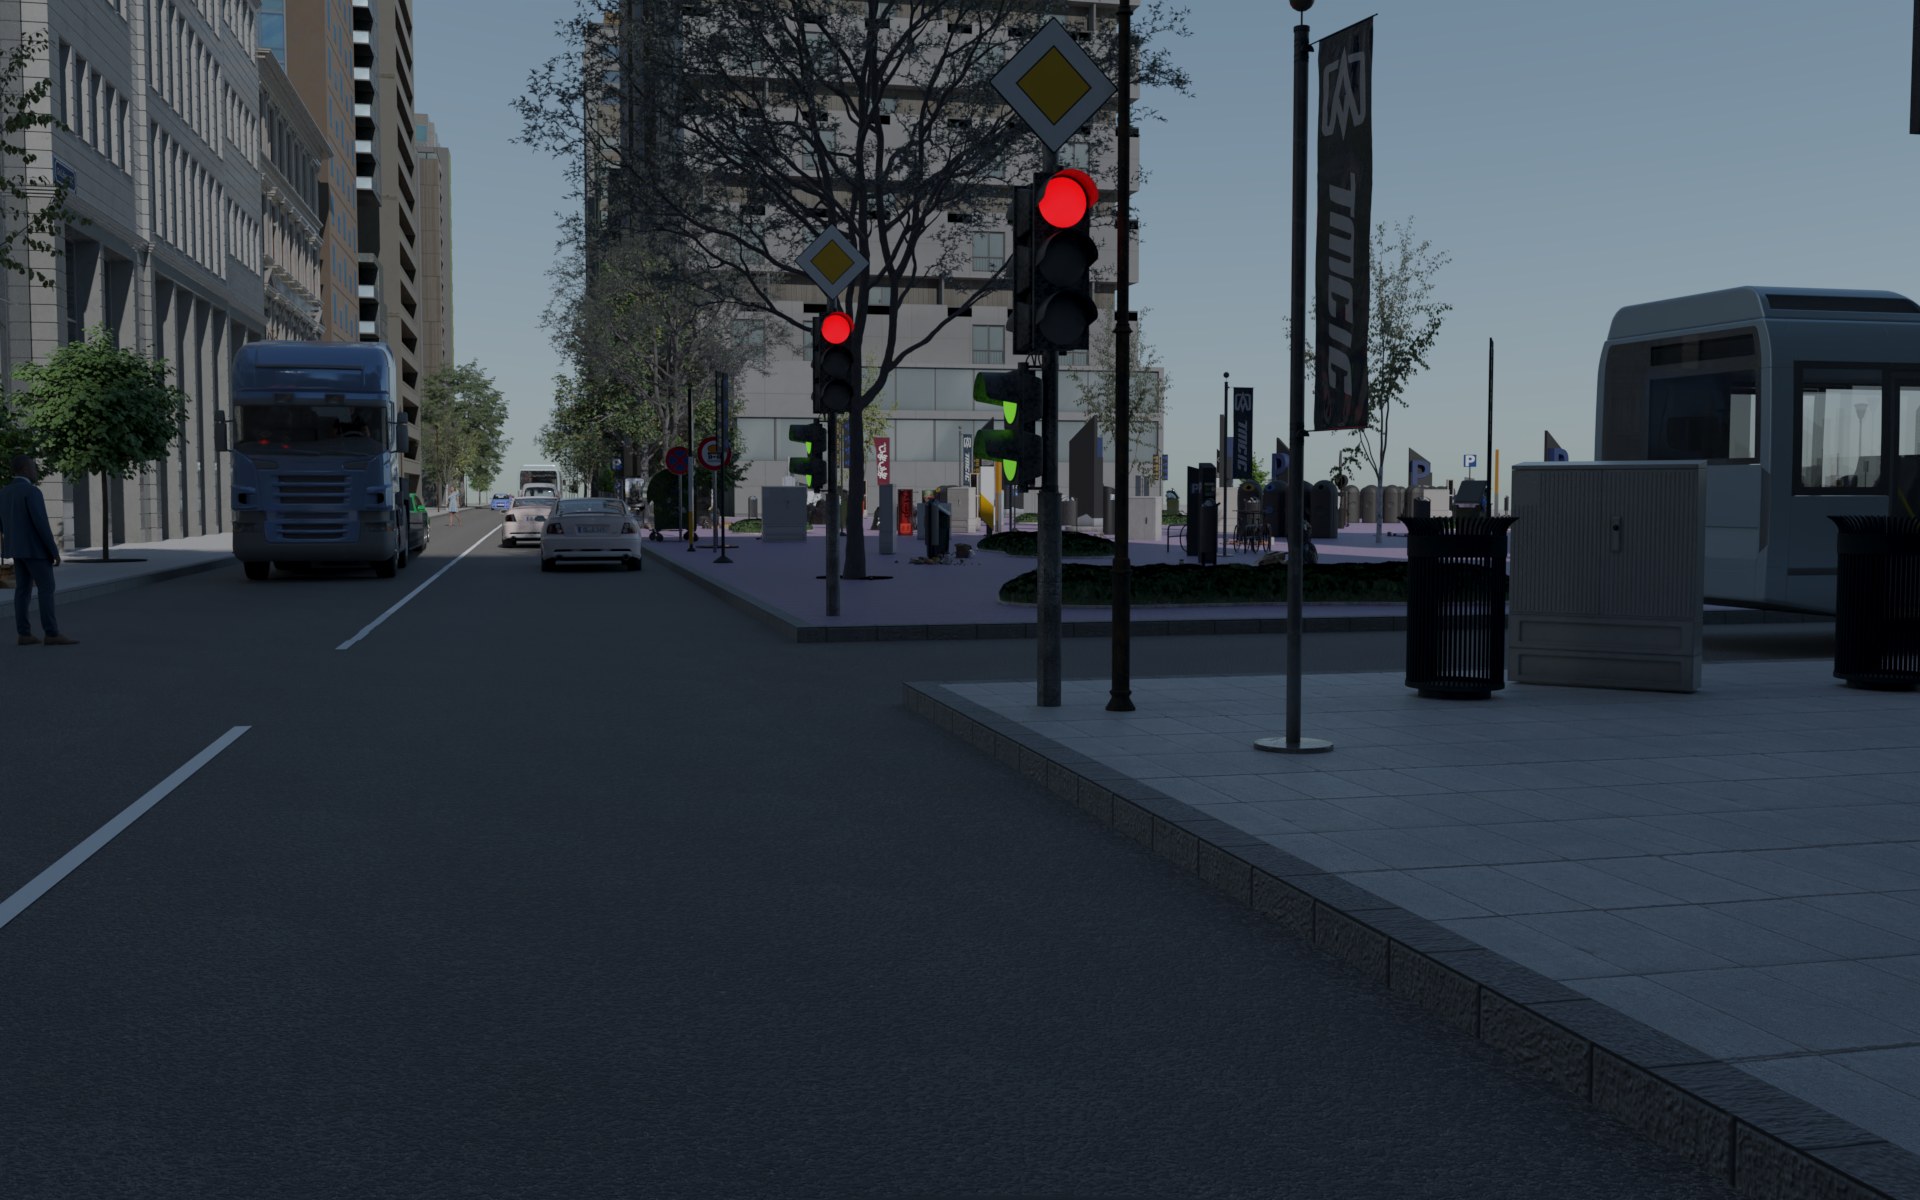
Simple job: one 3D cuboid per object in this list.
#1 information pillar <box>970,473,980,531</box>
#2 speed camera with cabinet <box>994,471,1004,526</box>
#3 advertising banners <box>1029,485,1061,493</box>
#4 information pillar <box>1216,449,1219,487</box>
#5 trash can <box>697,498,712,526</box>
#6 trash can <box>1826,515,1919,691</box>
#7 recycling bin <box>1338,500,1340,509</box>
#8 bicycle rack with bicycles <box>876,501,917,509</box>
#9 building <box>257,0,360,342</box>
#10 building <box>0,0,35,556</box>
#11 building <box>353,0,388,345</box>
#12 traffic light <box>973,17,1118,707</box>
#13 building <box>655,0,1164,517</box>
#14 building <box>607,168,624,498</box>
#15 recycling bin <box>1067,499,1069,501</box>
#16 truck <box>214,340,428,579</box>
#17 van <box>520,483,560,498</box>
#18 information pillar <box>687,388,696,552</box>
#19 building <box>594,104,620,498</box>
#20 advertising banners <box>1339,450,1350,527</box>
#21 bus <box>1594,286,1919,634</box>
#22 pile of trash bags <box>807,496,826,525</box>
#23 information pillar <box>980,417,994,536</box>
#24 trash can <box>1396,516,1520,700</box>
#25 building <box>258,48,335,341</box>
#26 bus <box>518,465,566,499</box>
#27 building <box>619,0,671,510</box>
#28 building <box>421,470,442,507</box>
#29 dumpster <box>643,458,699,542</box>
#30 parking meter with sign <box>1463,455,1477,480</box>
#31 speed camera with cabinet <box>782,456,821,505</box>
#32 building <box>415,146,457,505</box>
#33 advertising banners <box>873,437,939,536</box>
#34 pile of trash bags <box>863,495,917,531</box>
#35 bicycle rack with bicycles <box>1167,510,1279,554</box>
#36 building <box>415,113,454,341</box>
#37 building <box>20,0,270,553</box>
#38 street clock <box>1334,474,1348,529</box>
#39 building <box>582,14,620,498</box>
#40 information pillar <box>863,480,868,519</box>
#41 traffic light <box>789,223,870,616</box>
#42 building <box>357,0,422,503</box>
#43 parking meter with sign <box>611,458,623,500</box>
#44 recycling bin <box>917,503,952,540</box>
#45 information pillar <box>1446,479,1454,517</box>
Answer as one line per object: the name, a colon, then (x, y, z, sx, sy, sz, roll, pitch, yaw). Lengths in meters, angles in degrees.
information pillar: (0.532, -3.434, 60.640, 0.304, 2.012, 0.304, 1, 4, 19)
speed camera with cabinet: (1.364, -4.587, 69.330, 0.660, 3.252, 2.038, 0, 4, 7)
advertising banners: (3.470, -4.646, 72.155, 0.090, 3.025, 2.074, -3, 5, -39)
information pillar: (13.435, -5.988, 89.253, 0.504, 3.616, 0.183, 0, 4, -6)
trash can: (-10.354, -3.570, 70.023, 0.748, 1.137, 0.748, 0, 3, 0)
trash can: (6.128, 0.013, 11.449, 0.748, 1.137, 0.748, 0, 3, 0)
recycling bin: (17.016, -4.086, 79.364, 0.722, 1.027, 0.722, -2, 4, -34)
bicycle rack with bicycles: (-3.301, -4.765, 91.290, 2.925, 0.926, 2.852, -3, 5, -43)
building: (-40.422, -27.077, 92.821, 14.600, 45.320, 14.200, -1, 4, -14)
building: (-23.474, -12.701, 25.687, 12.078, 24.808, 19.932, -1, 4, -14)
building: (-48.788, -48.935, 112.753, 22.319, 86.520, 31.000, -1, 4, -14)
traffic light: (0.521, -1.313, 10.384, 0.839, 4.253, 0.868, -1, 4, -14)
building: (-4.863, -31.833, 109.705, 28.713, 52.752, 27.495, -1, 4, -14)
building: (-24.822, -23.591, 157.418, 14.160, 30.474, 14.107, -1, 4, -14)
recycling bin: (5.390, -4.508, 86.261, 0.722, 1.027, 0.722, -3, 4, -39)
truck: (-12.698, -2.836, 36.132, 2.967, 4.110, 18.799, -1, 4, -15)
van: (-16.573, -3.754, 68.388, 2.013, 2.044, 4.112, -1, 4, -13)
information pillar: (-6.011, -2.894, 38.672, 0.183, 3.616, 0.504, 0, 4, -6)
building: (-31.563, -30.713, 185.753, 14.154, 41.232, 14.086, -1, 4, -14)
advertising banners: (15.162, -4.416, 68.385, 0.090, 3.025, 2.074, 0, 4, 2)
bus: (13.103, -1.403, 17.792, 13.247, 3.499, 2.948, -1, 4, -14)
pile of trash bags: (-6.234, -3.870, 73.032, 3.447, 1.369, 1.912, -2, 4, -24)
information pillar: (0.823, -3.737, 52.452, 0.504, 3.616, 0.183, -2, 4, -32)
trash can: (3.142, 0.042, 10.972, 0.748, 1.137, 0.748, 0, 3, 0)
building: (-34.209, -14.600, 74.864, 11.583, 22.565, 21.152, -1, 4, -14)
bus: (-27.663, -7.319, 114.527, 2.948, 3.499, 13.247, -1, 4, -12)
building: (-20.456, -30.097, 142.192, 14.600, 45.320, 14.200, -1, 4, -14)
building: (-64.908, -45.270, 178.413, 20.563, 71.187, 20.611, -1, 4, -14)
dumpster: (-7.815, -2.728, 47.104, 1.502, 2.255, 1.985, -1, 4, -13)
parking meter with sign: (22.760, -4.955, 77.268, 0.543, 3.016, 1.738, 1, 4, 18)
speed camera with cabinet: (-8.294, -5.905, 90.887, 2.038, 3.252, 0.660, 0, 4, -4)
building: (-65.240, -31.405, 197.060, 14.154, 41.232, 14.086, -1, 4, -14)
advertising banners: (-1.660, -3.502, 53.440, 2.074, 3.025, 0.090, -1, 4, -13)
pile of trash bags: (-2.457, -3.134, 60.991, 3.447, 1.369, 1.912, -3, 4, -38)
bicycle rack with bicycles: (5.957, -1.538, 38.534, 2.852, 0.926, 2.925, 2, 4, 29)
building: (-75.554, -36.564, 217.425, 23.786, 49.044, 30.456, -1, 4, -14)
building: (-28.236, -16.662, 49.924, 11.434, 29.767, 29.804, -1, 4, -14)
street clock: (14.058, -3.628, 63.894, 0.471, 2.002, 0.358, 3, 5, 44)
building: (-37.106, -41.542, 221.216, 21.231, 58.520, 28.212, -1, 4, -14)
information pillar: (-4.978, -5.242, 90.198, 0.304, 2.012, 0.304, 0, 4, 7)
traffic light: (-1.357, -1.787, 18.146, 0.839, 4.253, 0.868, -1, 4, -14)
building: (-55.957, -31.613, 140.578, 21.300, 48.544, 21.600, -1, 4, -14)
parking meter with sign: (-16.721, -5.437, 85.148, 0.543, 3.016, 1.738, 0, 4, -1)
recycling bin: (-0.723, -2.209, 48.663, 0.722, 1.027, 0.722, 3, 5, 43)
information pillar: (24.462, -5.017, 86.521, 0.304, 2.012, 0.304, 0, 4, 1)
